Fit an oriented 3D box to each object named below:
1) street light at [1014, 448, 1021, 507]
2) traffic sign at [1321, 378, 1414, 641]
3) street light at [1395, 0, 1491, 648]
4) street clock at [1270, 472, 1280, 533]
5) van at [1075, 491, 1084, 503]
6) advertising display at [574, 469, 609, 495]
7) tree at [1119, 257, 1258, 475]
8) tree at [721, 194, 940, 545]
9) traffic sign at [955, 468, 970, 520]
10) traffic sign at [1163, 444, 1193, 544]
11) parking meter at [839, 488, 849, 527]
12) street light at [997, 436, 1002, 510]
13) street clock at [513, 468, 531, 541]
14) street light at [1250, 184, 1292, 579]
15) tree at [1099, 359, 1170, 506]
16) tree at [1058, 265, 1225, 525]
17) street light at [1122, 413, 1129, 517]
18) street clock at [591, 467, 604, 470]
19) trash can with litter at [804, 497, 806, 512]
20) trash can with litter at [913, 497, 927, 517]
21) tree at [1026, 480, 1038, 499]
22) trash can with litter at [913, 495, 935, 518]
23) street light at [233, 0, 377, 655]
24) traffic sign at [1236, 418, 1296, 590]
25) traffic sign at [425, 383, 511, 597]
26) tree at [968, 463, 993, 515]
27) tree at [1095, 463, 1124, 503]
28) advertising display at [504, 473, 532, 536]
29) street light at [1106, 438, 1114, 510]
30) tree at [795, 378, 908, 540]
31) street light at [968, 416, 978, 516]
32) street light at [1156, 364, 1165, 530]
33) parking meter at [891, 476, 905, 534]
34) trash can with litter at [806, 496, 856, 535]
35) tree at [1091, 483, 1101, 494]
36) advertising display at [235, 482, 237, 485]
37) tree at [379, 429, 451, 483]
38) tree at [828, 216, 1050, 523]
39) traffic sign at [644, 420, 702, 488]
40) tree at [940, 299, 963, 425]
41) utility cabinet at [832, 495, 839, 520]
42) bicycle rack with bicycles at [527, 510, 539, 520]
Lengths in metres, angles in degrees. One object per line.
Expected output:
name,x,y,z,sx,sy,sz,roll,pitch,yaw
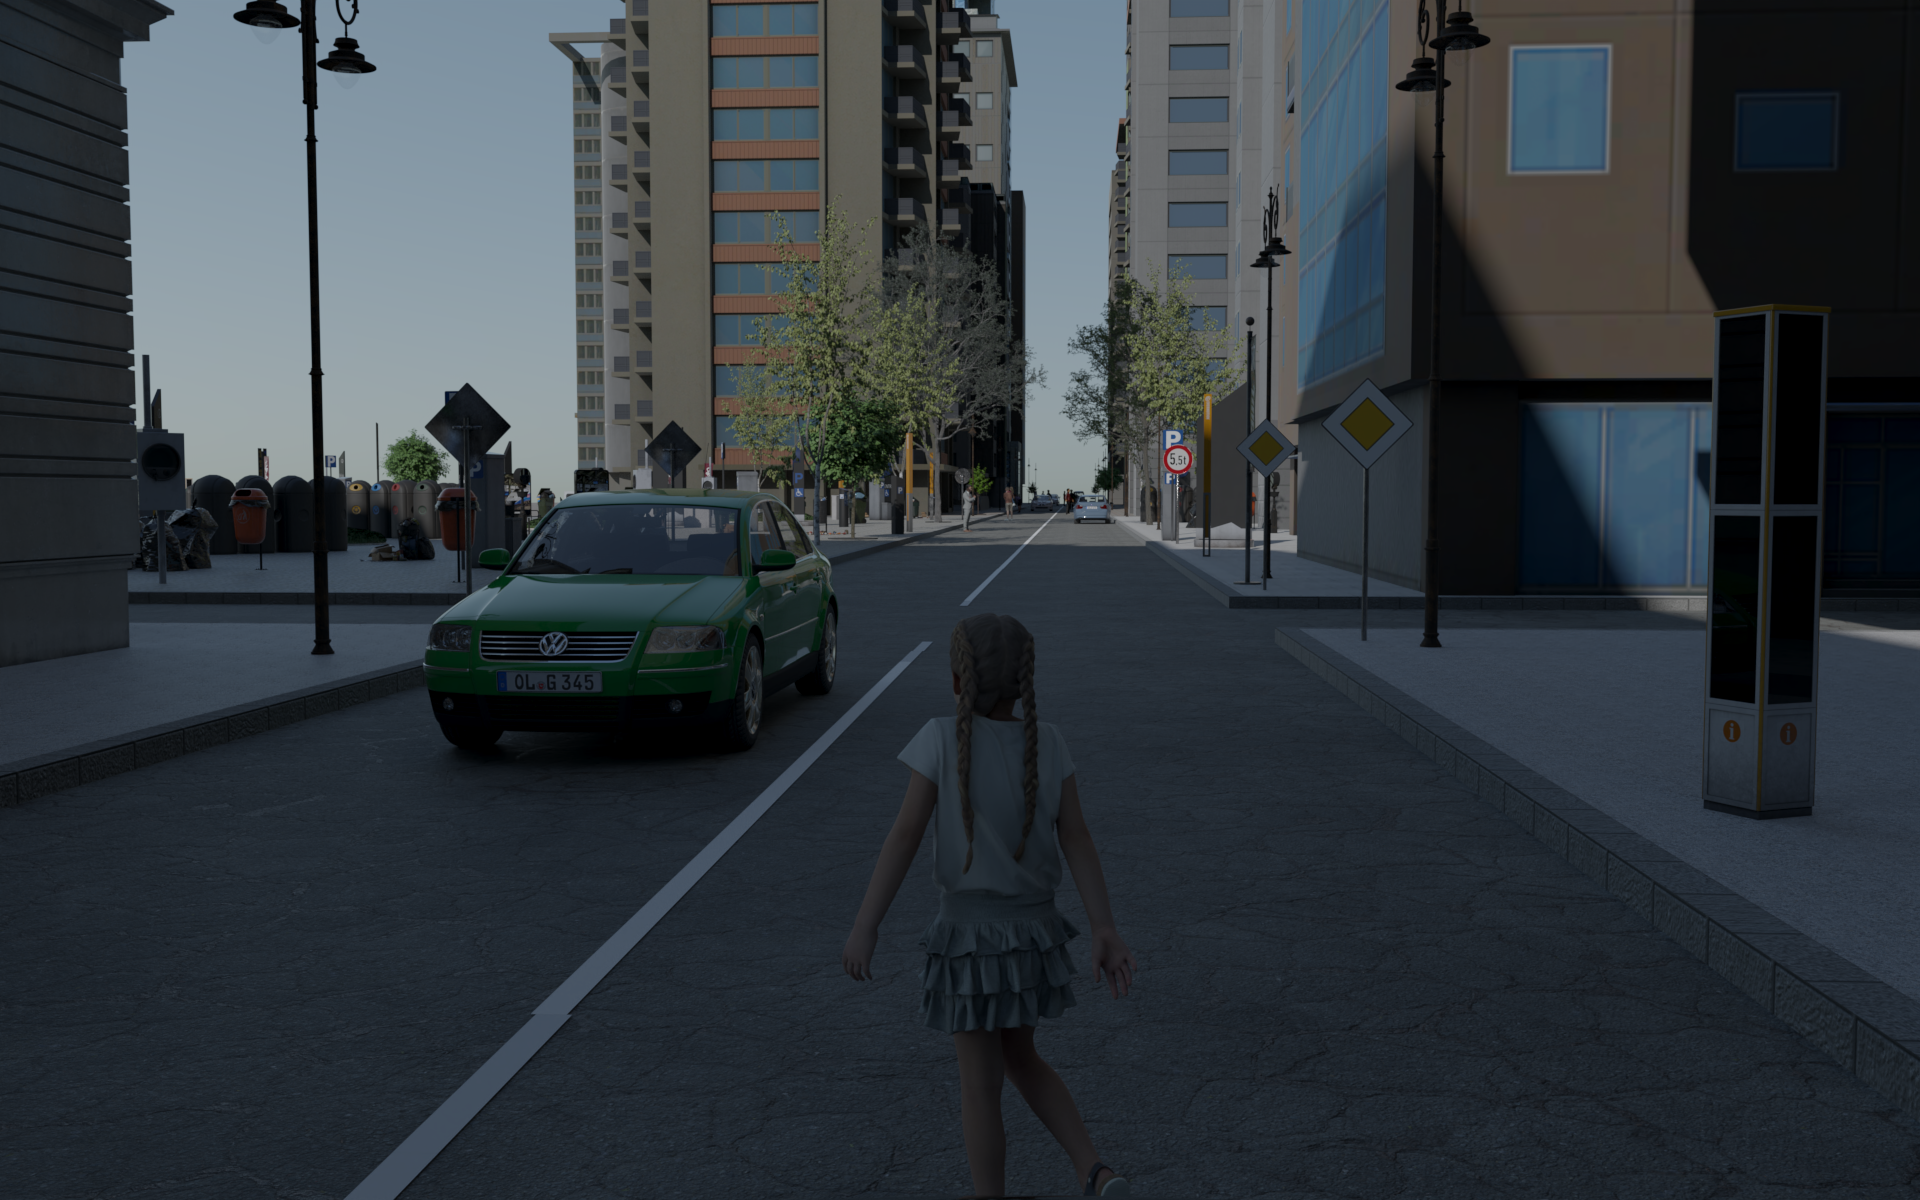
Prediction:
street light,5.521,-12.169,171.751,0.468,5.910,1.993,0,4,4
traffic sign,3.533,-0.701,15.096,0.795,2.450,0.064,0,4,4
street light,3.956,-2.544,14.375,0.468,5.910,1.993,0,4,4
street clock,10.253,-3.178,56.531,0.358,2.002,0.471,-1,4,-11
van,16.162,-13.962,235.283,2.013,2.044,4.112,0,4,3
advertising display,-9.663,-2.462,45.473,0.974,1.923,0.123,-3,5,-41
tree,6.753,-6.319,53.685,4.737,8.622,4.395,0,3,0
tree,-3.532,-5.691,43.411,4.737,8.622,4.395,0,3,0
traffic sign,0.126,-5.232,85.648,0.768,2.556,0.104,0,4,5
traffic sign,5.590,-2.713,44.467,0.768,2.556,0.104,0,4,5
parking meter,-4.517,-3.602,67.309,0.372,1.533,0.369,0,3,0
street light,3.138,-9.995,136.208,0.468,5.910,1.993,0,4,4
street clock,-12.089,-2.648,47.863,0.358,2.002,0.471,2,4,28
street light,4.672,-3.267,26.201,0.468,5.910,1.993,0,4,4
tree,9.377,-8.608,91.100,4.360,8.622,3.978,0,3,0
tree,7.499,-8.371,71.286,7.601,10.594,8.767,0,4,8
street light,9.783,-7.924,102.342,0.468,5.910,1.993,0,4,4
street clock,-9.826,-2.596,47.017,0.358,2.002,0.471,1,4,17
trash can with litter,-8.759,-5.025,93.548,0.624,1.170,1.055,-3,4,-37
trash can with litter,-2.267,-5.160,95.754,1.055,1.170,0.624,0,4,0
tree,9.970,-14.914,238.441,1.663,3.219,1.824,0,3,0
trash can with litter,-1.851,-4.922,91.526,2.233,1.210,1.678,-2,4,-25
street light,-5.114,-2.503,13.719,0.468,5.910,1.993,0,4,4
traffic sign,4.065,-1.188,23.063,0.795,2.450,0.064,0,4,4
traffic sign,-4.442,-0.734,15.647,0.795,2.450,0.064,0,4,4
tree,1.256,-6.887,107.198,1.663,3.219,1.824,0,3,0
tree,15.617,-12.132,182.070,4.285,4.588,4.351,0,3,0
advertising display,-13.623,-2.936,53.217,0.123,1.923,0.974,3,5,45
street light,12.126,-10.098,137.888,0.468,5.910,1.993,0,4,4
tree,-3.107,-4.006,49.220,4.285,4.588,4.351,0,3,0
street light,0.752,-7.802,100.349,0.468,5.910,1.993,0,4,4
street light,7.116,-5.448,61.860,0.468,5.910,1.993,0,4,4
parking meter,-1.976,-3.027,55.202,0.399,1.863,0.255,-3,5,-42
trash can with litter,-4.054,-2.676,54.803,2.233,1.210,1.678,-3,5,-43
tree,20.013,-15.853,253.804,1.663,3.219,1.824,0,3,0
advertising display,-38.446,-5.380,93.175,0.974,1.923,0.123,-3,5,-39
tree,-26.807,-6.187,84.866,4.285,4.588,4.351,0,3,0
tree,-1.127,-10.232,77.668,12.009,13.543,11.850,0,3,0
traffic sign,-3.910,-1.221,23.614,0.795,2.450,0.064,0,4,4
tree,-2.020,-6.779,61.205,4.737,8.622,4.395,0,3,0
utility cabinet,-6.052,-4.640,87.025,0.306,1.237,1.020,2,4,28
bicycle rack with bicycles,-19.053,-3.602,72.270,2.852,0.926,2.925,1,4,22
